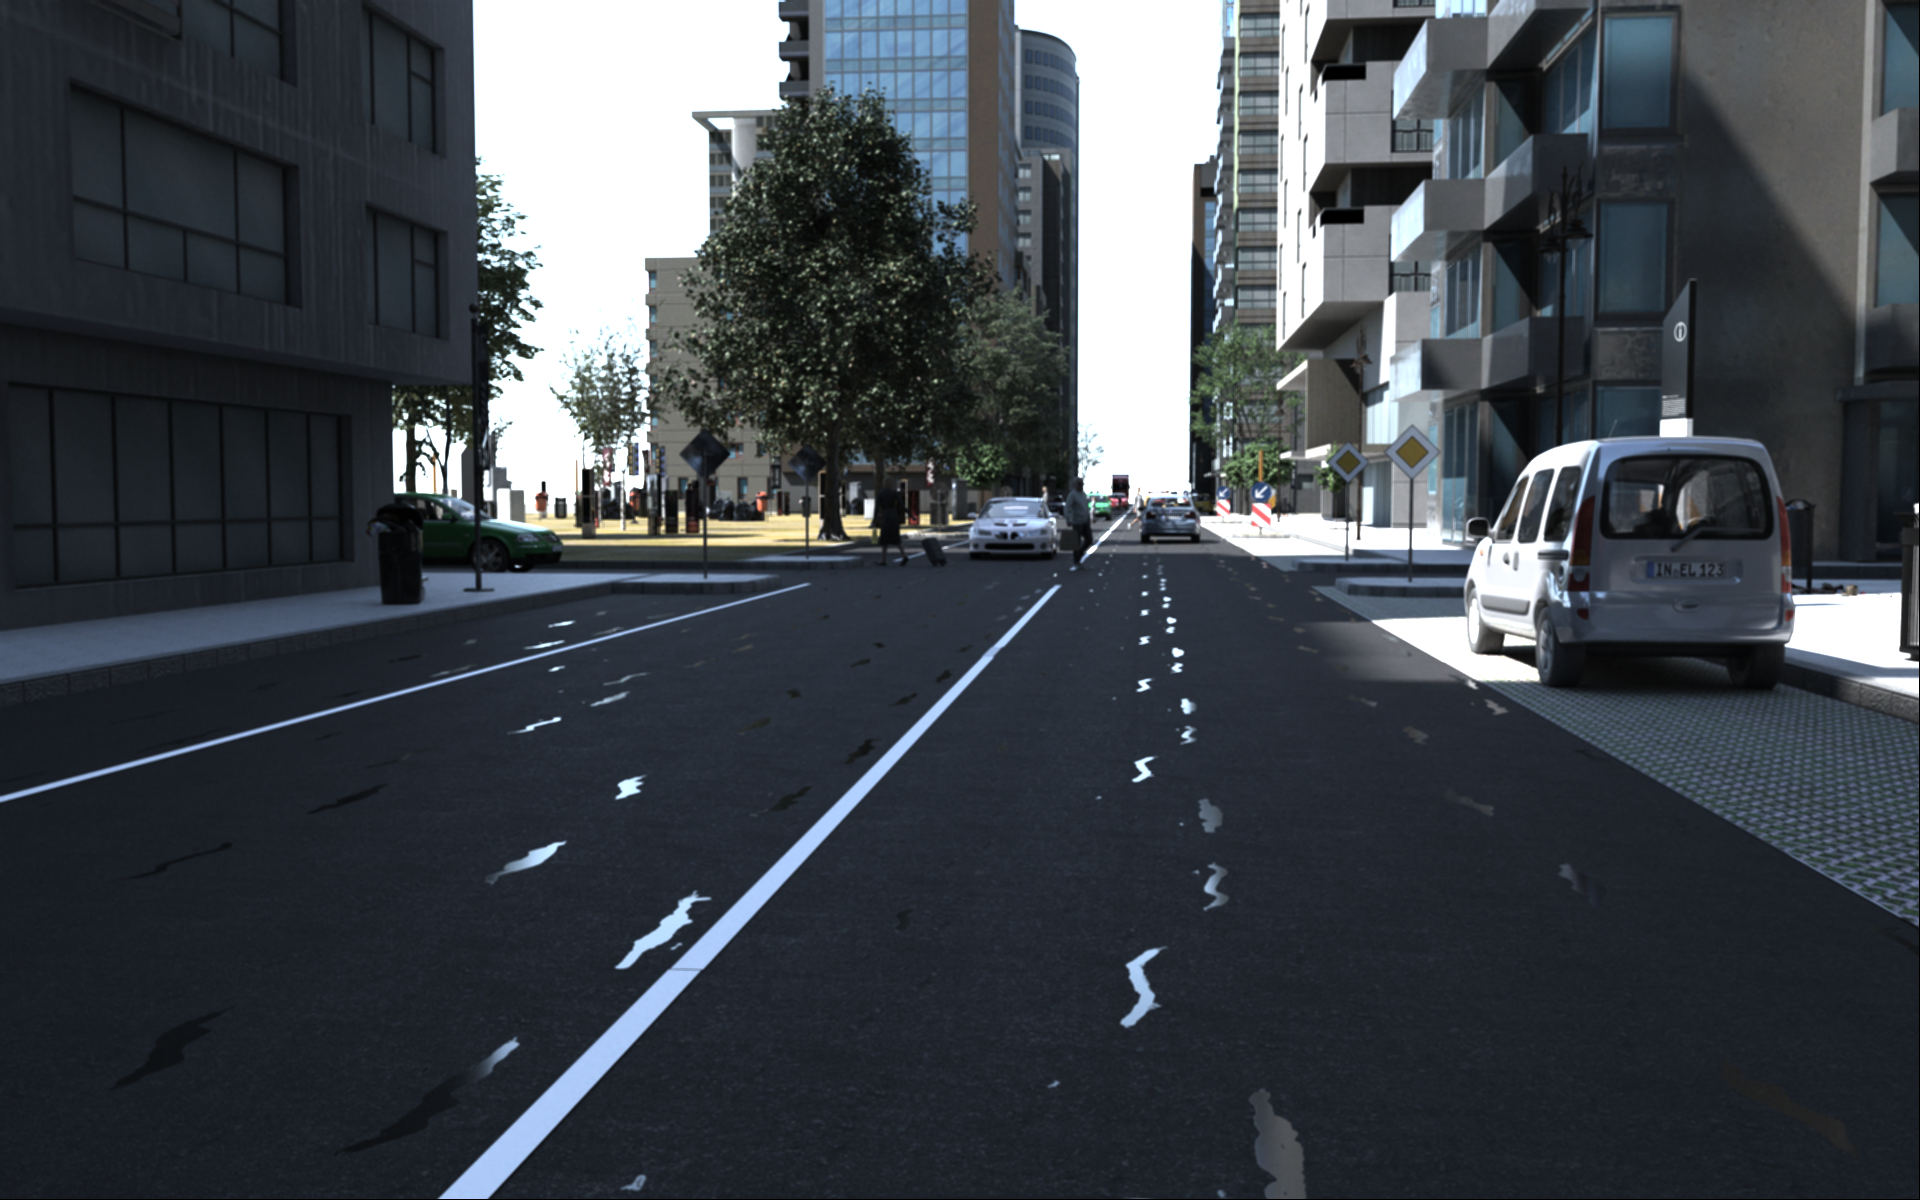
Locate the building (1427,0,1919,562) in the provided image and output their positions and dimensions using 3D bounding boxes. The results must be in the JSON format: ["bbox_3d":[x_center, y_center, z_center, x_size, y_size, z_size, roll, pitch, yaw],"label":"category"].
[{"bbox_3d":[25.850,-25.722,40.163,30.456,49.044,23.786,0,4,6],"label":"building"}]

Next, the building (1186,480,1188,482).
[{"bbox_3d":[44.815,-38.515,249.324,23.786,49.044,30.456,0,4,6],"label":"building"}]

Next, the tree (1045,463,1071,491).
[{"bbox_3d":[9.872,-12.006,180.007,4.285,4.588,4.351,0,3,0],"label":"tree"}]

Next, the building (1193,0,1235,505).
[{"bbox_3d":[39.382,-54.495,203.661,22.319,86.520,31.000,0,4,6],"label":"building"}]

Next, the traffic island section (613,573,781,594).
[{"bbox_3d":[-3.899,-0.251,26.385,2.009,0.180,2.903,0,4,6],"label":"traffic island section"}]

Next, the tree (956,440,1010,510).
[{"bbox_3d":[1.193,-6.821,95.234,4.285,4.588,4.351,0,3,0],"label":"tree"}]

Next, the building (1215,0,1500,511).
[{"bbox_3d":[35.884,-33.418,166.000,23.786,49.044,30.456,0,4,6],"label":"building"}]

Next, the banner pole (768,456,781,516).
[{"bbox_3d":[-10.839,-6.798,101.156,0.863,3.779,0.401,-1,4,-13],"label":"banner pole"}]

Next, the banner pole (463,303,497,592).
[{"bbox_3d":[-6.259,-1.995,22.634,0.401,3.779,0.863,-2,4,-31],"label":"banner pole"}]

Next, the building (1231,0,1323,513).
[{"bbox_3d":[26.023,-26.708,120.268,14.154,41.232,14.086,0,4,6],"label":"building"}]

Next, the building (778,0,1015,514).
[{"bbox_3d":[-3.727,-28.521,116.428,14.600,45.320,14.200,0,4,6],"label":"building"}]

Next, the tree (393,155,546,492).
[{"bbox_3d":[-15.499,-8.066,50.005,7.486,12.596,7.792,0,3,0],"label":"tree"}]

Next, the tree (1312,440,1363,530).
[{"bbox_3d":[13.433,-4.148,62.417,1.663,3.219,1.824,0,3,0],"label":"tree"}]

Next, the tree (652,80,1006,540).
[{"bbox_3d":[-3.566,-8.026,48.230,9.611,12.733,9.660,0,3,0],"label":"tree"}]

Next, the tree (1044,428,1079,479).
[{"bbox_3d":[10.381,-14.386,185.569,4.737,8.622,4.395,0,3,0],"label":"tree"}]

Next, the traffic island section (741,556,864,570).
[{"bbox_3d":[-3.046,-0.737,34.325,2.009,0.180,2.903,0,4,6],"label":"traffic island section"}]

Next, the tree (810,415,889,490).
[{"bbox_3d":[-4.122,-8.097,82.745,4.360,8.622,3.978,0,3,0],"label":"tree"}]

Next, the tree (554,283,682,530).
[{"bbox_3d":[-11.877,-6.777,61.162,4.360,8.622,3.978,0,3,0],"label":"tree"}]

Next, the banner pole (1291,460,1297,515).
[{"bbox_3d":[20.298,-7.038,105.080,0.401,3.779,0.863,-1,4,-20],"label":"banner pole"}]

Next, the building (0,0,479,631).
[{"bbox_3d":[-14.332,-20.635,20.970,14.086,41.232,14.154,0,4,6],"label":"building"}]

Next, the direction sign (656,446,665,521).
[{"bbox_3d":[-14.194,-5.509,82.070,0.379,3.537,0.876,-3,4,-37],"label":"direction sign"}]

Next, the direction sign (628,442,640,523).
[{"bbox_3d":[-14.228,-5.112,75.578,0.379,3.537,0.876,-3,5,-43],"label":"direction sign"}]

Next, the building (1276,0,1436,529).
[{"bbox_3d":[28.347,-29.679,74.484,28.713,52.752,27.495,0,4,6],"label":"building"}]

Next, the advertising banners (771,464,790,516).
[{"bbox_3d":[-10.708,-6.534,103.019,0.090,3.025,2.074,2,4,27],"label":"advertising banners"}]

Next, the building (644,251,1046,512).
[{"bbox_3d":[-7.722,-18.003,139.385,27.650,21.520,28.899,0,4,6],"label":"building"}]

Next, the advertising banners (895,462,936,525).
[{"bbox_3d":[-1.932,-4.595,71.324,2.074,3.025,0.090,0,4,-1],"label":"advertising banners"}]

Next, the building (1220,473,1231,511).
[{"bbox_3d":[37.462,-27.297,138.187,32.217,40.220,23.993,0,4,6],"label":"building"}]

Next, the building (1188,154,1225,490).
[{"bbox_3d":[37.329,-35.334,227.825,14.600,45.320,14.200,0,4,6],"label":"building"}]

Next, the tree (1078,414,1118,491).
[{"bbox_3d":[19.041,-21.737,265.762,12.009,13.543,11.850,0,3,0],"label":"tree"}]

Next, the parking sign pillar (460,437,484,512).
[{"bbox_3d":[-22.058,-5.494,78.307,1.447,3.967,1.447,3,5,44],"label":"parking sign pillar"}]

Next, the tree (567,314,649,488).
[{"bbox_3d":[-15.271,-7.423,71.724,4.737,8.622,4.395,0,3,0],"label":"tree"}]

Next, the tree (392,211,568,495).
[{"bbox_3d":[-12.090,-5.463,39.685,4.737,8.622,4.395,0,3,0],"label":"tree"}]

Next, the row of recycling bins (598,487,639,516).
[{"bbox_3d":[-19.091,-5.658,99.623,3.534,1.692,1.069,-1,4,-22],"label":"row of recycling bins"}]

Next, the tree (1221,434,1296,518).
[{"bbox_3d":[16.743,-6.750,94.073,4.285,4.588,4.351,0,3,0],"label":"tree"}]

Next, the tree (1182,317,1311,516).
[{"bbox_3d":[16.798,-10.699,100.678,9.928,11.665,9.643,0,3,0],"label":"tree"}]

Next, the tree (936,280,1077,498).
[{"bbox_3d":[2.007,-11.986,102.634,9.857,13.997,8.962,0,3,0],"label":"tree"}]

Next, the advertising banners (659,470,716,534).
[{"bbox_3d":[-8.789,-3.698,56.651,2.074,3.025,0.090,-3,4,-36],"label":"advertising banners"}]

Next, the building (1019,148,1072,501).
[{"bbox_3d":[5.561,-31.555,199.525,14.154,41.232,14.086,0,4,6],"label":"building"}]

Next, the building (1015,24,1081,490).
[{"bbox_3d":[4.114,-41.491,220.382,21.231,58.520,28.212,0,4,6],"label":"building"}]

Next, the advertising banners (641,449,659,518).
[{"bbox_3d":[-11.987,-4.435,68.700,0.090,3.025,2.074,2,4,29],"label":"advertising banners"}]

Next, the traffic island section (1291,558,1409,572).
[{"bbox_3d":[7.435,-0.668,33.199,2.009,0.180,2.903,0,4,6],"label":"traffic island section"}]

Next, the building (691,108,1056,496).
[{"bbox_3d":[-7.096,-29.005,166.114,32.217,40.220,23.993,0,4,6],"label":"building"}]

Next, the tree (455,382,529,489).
[{"bbox_3d":[-24.829,-8.561,90.334,4.360,8.622,3.978,0,3,0],"label":"tree"}]

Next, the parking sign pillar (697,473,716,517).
[{"bbox_3d":[-14.044,-6.568,95.852,1.447,3.967,1.447,-3,5,-42],"label":"parking sign pillar"}]

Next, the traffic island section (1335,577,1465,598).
[{"bbox_3d":[6.582,-0.182,25.259,2.009,0.180,2.903,0,4,6],"label":"traffic island section"}]

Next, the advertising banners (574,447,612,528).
[{"bbox_3d":[-13.837,-4.230,65.350,2.074,3.025,0.090,2,4,35],"label":"advertising banners"}]
